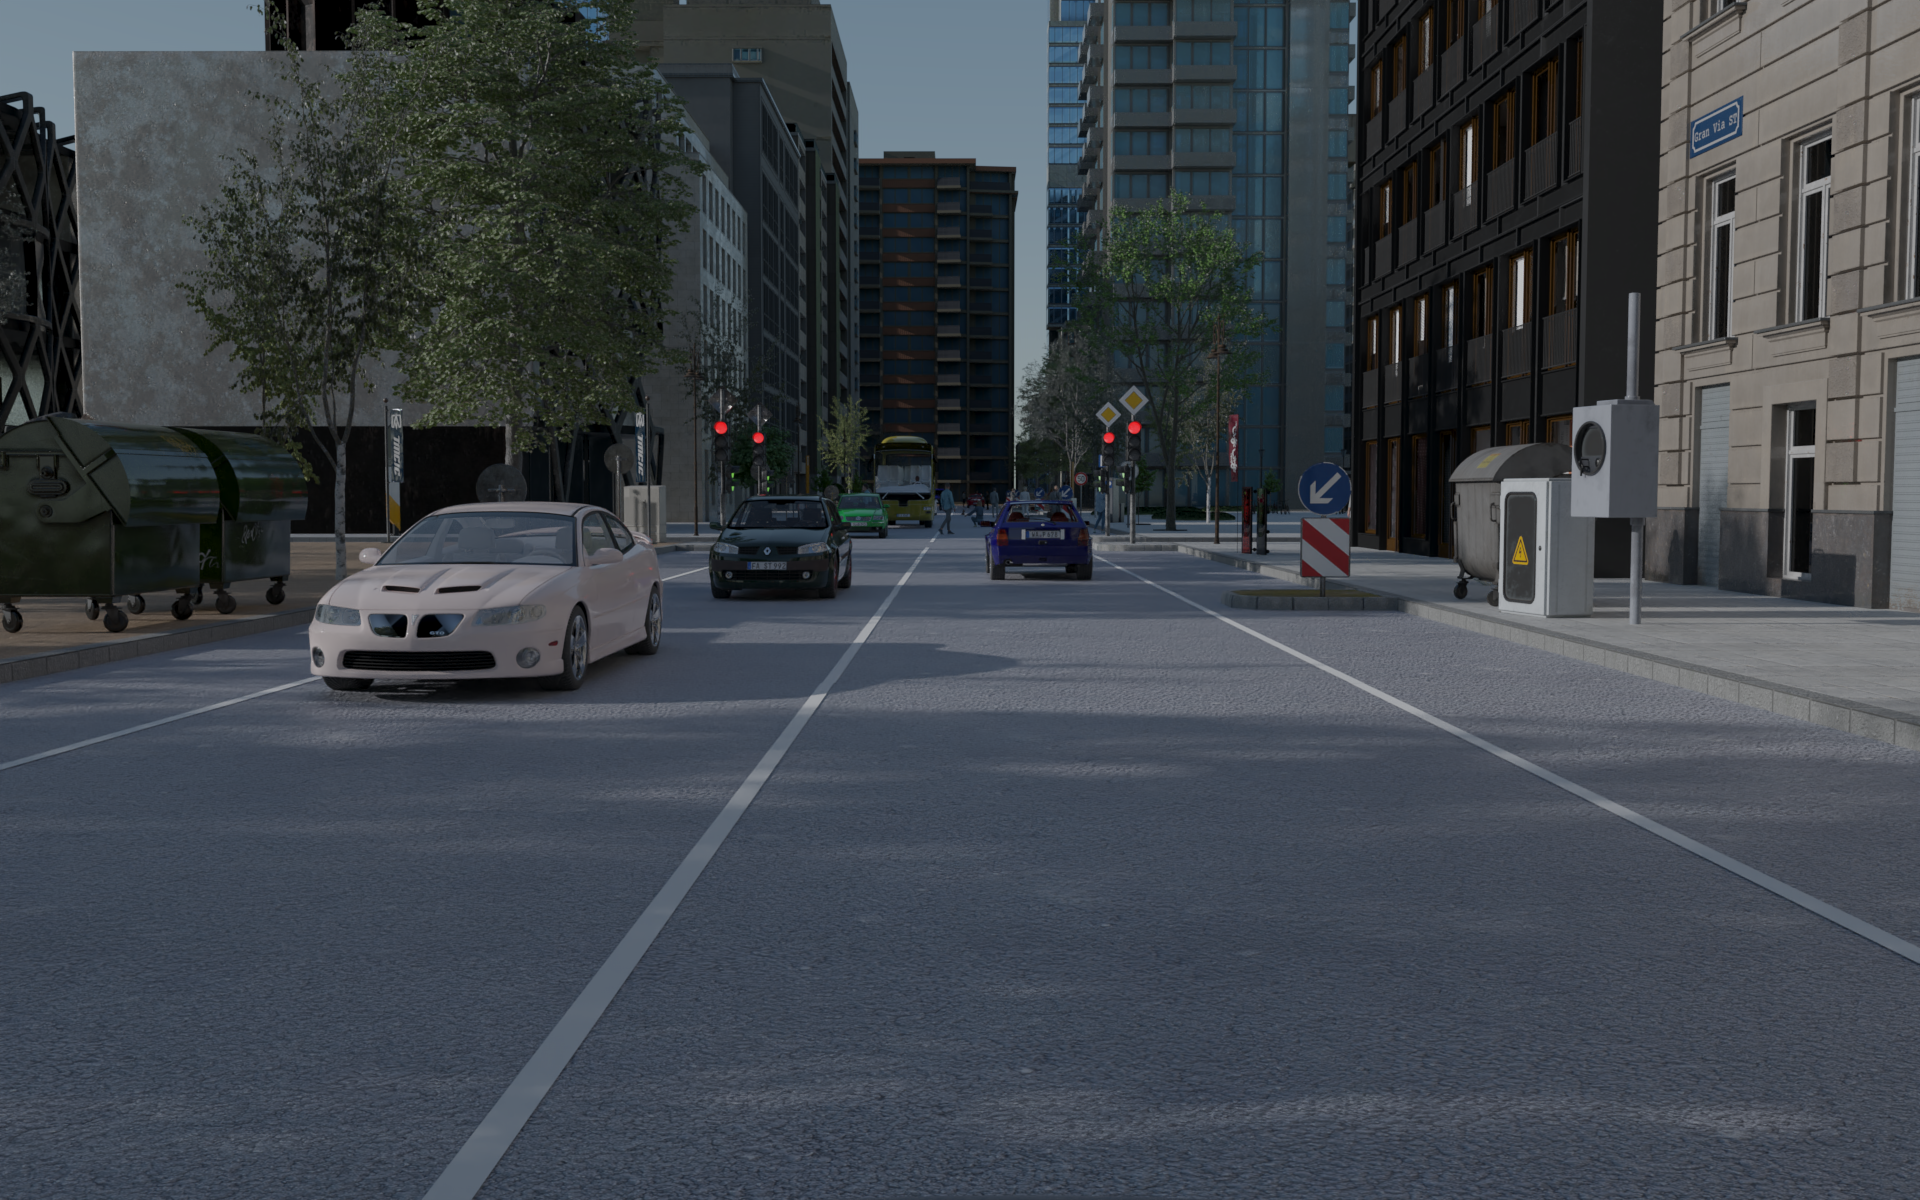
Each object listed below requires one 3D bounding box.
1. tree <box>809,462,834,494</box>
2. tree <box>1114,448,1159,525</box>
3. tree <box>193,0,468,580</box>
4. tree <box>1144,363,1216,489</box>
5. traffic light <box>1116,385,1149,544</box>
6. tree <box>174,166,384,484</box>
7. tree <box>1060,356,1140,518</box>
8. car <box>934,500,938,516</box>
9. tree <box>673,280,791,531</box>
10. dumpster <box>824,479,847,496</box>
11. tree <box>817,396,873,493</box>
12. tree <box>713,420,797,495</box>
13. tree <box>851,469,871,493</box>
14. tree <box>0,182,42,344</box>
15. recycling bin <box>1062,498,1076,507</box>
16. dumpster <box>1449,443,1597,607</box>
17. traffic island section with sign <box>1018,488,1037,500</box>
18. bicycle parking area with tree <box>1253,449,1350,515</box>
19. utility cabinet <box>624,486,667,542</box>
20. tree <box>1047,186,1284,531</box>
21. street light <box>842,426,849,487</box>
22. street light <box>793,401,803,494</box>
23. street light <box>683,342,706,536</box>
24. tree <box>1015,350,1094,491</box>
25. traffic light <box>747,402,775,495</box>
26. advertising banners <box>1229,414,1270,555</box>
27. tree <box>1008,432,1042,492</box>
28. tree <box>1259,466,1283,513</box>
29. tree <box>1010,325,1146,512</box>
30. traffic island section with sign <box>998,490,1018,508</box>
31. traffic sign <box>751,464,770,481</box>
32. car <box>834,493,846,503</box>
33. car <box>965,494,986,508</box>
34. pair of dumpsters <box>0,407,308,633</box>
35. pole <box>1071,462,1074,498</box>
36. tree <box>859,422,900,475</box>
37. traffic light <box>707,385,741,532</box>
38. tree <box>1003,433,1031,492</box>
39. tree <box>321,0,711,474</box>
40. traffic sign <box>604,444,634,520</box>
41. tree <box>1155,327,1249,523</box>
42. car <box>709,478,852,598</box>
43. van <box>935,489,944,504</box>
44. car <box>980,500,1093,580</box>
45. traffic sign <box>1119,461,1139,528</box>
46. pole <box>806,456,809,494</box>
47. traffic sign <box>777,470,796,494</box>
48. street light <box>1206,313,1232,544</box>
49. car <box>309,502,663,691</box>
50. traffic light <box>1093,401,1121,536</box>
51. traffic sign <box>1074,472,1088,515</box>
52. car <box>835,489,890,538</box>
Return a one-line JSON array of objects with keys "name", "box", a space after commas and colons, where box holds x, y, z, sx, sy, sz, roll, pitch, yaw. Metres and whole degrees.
[{"name": "tree", "box": [-8.087, -6.642, 103.204, 1.663, 3.219, 1.824, 0, 3, 0]}, {"name": "tree", "box": [7.518, -4.722, 71.811, 1.663, 3.219, 1.824, 0, 3, 0]}, {"name": "tree", "box": [-9.325, -4.613, 25.792, 4.360, 8.622, 3.978, 0, 3, 0]}, {"name": "tree", "box": [12.217, -9.062, 98.525, 4.737, 8.622, 4.395, 0, 3, 0]}, {"name": "traffic light", "box": [4.454, -3.413, 44.726, 0.839, 4.253, 0.868, 0, 4, 0]}, {"name": "tree", "box": [-15.711, -5.475, 39.880, 4.737, 8.622, 4.395, 0, 3, 0]}, {"name": "tree", "box": [7.588, -8.752, 93.455, 4.360, 8.622, 3.978, 0, 3, 0]}, {"name": "car", "box": [-2.514, -6.368, 116.484, 2.083, 1.381, 4.827, 0, 4, 1]}, {"name": "tree", "box": [-8.262, -6.755, 60.804, 4.360, 8.622, 3.978, 0, 3, 0]}, {"name": "dumpster", "box": [-7.984, -6.608, 110.526, 1.502, 2.255, 1.985, 0, 3, 0]}, {"name": "tree", "box": [-8.353, -10.823, 127.315, 4.737, 8.622, 4.395, 0, 3, 0]}, {"name": "tree", "box": [-8.214, -5.249, 69.530, 4.285, 4.588, 4.351, 0, 3, 0]}, {"name": "tree", "box": [-8.004, -8.550, 134.388, 1.663, 3.219, 1.824, 0, 3, 0]}, {"name": "tree", "box": [-24.981, -7.700, 36.259, 12.009, 13.543, 11.850, 0, 3, 0]}, {"name": "recycling bin", "box": [6.740, -5.787, 107.178, 0.722, 1.027, 0.722, 2, 4, 32]}, {"name": "dumpster", "box": [6.610, -0.893, 20.360, 1.264, 1.857, 1.865, 0, 4, 0]}, {"name": "traffic island section with sign", "box": [4.727, -5.969, 106.216, 1.989, 1.847, 2.006, 0, 4, 0]}, {"name": "bicycle parking area with tree", "box": [22.017, -7.603, 111.314, 8.231, 4.147, 9.016, 1, 4, 16]}, {"name": "utility cabinet", "box": [-8.287, -2.255, 45.546, 1.173, 1.500, 0.318, 2, 4, 29]}, {"name": "tree", "box": [7.207, -8.214, 60.059, 9.928, 11.665, 9.643, 0, 3, 0]}, {"name": "street light", "box": [-7.883, -8.914, 118.532, 0.468, 5.910, 1.993, 0, 4, 0]}, {"name": "street light", "box": [-7.997, -6.910, 85.759, 0.468, 5.910, 1.993, 0, 4, 0]}, {"name": "street light", "box": [-8.095, -4.905, 52.986, 0.468, 5.910, 1.993, 0, 4, 0]}, {"name": "tree", "box": [8.037, -13.278, 135.215, 7.486, 12.596, 7.792, 0, 3, 0]}, {"name": "traffic light", "box": [-6.076, -3.903, 52.735, 0.839, 4.253, 0.868, 0, 4, 0]}, {"name": "advertising banners", "box": [6.181, -2.507, 37.175, 0.090, 3.025, 2.074, -1, 4, -15]}, {"name": "tree", "box": [7.598, -14.938, 194.598, 4.737, 8.622, 4.395, 0, 3, 0]}, {"name": "tree", "box": [21.500, -7.700, 120.496, 1.663, 3.219, 1.824, 0, 3, 0]}, {"name": "tree", "box": [8.031, -13.005, 122.995, 12.009, 13.543, 11.850, 0, 3, 0]}, {"name": "traffic island section with sign", "box": [5.030, -10.617, 182.212, 1.989, 1.847, 2.006, 0, 4, 0]}, {"name": "traffic sign", "box": [-7.783, -4.119, 67.451, 0.768, 2.556, 0.104, 0, 4, 7]}, {"name": "car", "box": [-5.888, -5.021, 90.889, 1.959, 1.807, 4.718, 0, 4, -1]}, {"name": "car", "box": [1.604, -10.231, 176.317, 2.155, 1.783, 4.494, 0, 4, 0]}, {"name": "pair of dumpsters", "box": [-8.331, -0.945, 17.948, 1.574, 2.255, 4.437, 0, 4, 0]}, {"name": "pole", "box": [7.110, -7.085, 109.678, 0.158, 3.312, 0.155, 0, 3, 0]}, {"name": "tree", "box": [-7.880, -13.629, 173.197, 4.360, 8.622, 3.978, 0, 3, 0]}, {"name": "traffic light", "box": [-6.107, -3.415, 44.750, 0.839, 4.253, 0.868, 0, 4, 0]}, {"name": "tree", "box": [7.243, -15.353, 201.376, 4.360, 8.622, 3.978, 0, 3, 0]}, {"name": "tree", "box": [-8.696, -7.087, 33.995, 7.486, 12.596, 7.792, 0, 3, 0]}, {"name": "traffic sign", "box": [-8.601, -2.668, 43.730, 0.768, 2.556, 0.104, 0, 4, 3]}, {"name": "tree", "box": [10.904, -7.715, 76.508, 4.360, 8.622, 3.978, 0, 3, 0]}, {"name": "car", "box": [-2.532, -0.932, 25.027, 2.009, 1.686, 4.222, 0, 4, 1]}, {"name": "van", "box": [-2.616, -11.677, 195.307, 2.240, 2.365, 5.245, 0, 4, 1]}, {"name": "car", "box": [1.335, -1.081, 30.247, 1.945, 1.354, 3.894, 0, 4, -1]}, {"name": "traffic sign", "box": [6.403, -4.021, 65.852, 0.768, 2.556, 0.104, 0, 4, 2]}, {"name": "pole", "box": [-8.083, -5.990, 91.784, 0.158, 3.312, 0.155, 0, 3, 0]}, {"name": "traffic sign", "box": [-8.217, -5.013, 81.973, 0.884, 2.594, 0.081, 0, 4, 7]}, {"name": "street light", "box": [6.606, -4.377, 44.353, 0.468, 5.910, 1.993, 0, 4, 0]}, {"name": "car", "box": [-3.667, -0.109, 14.150, 2.083, 1.381, 4.827, 0, 4, 1]}, {"name": "traffic light", "box": [4.485, -3.902, 52.711, 0.839, 4.253, 0.868, 0, 4, 0]}, {"name": "traffic sign", "box": [7.030, -6.153, 100.705, 0.768, 2.556, 0.104, 0, 4, 3]}, {"name": "car", "box": [-3.297, -2.973, 57.408, 1.959, 1.807, 4.718, 0, 4, -2]}]
